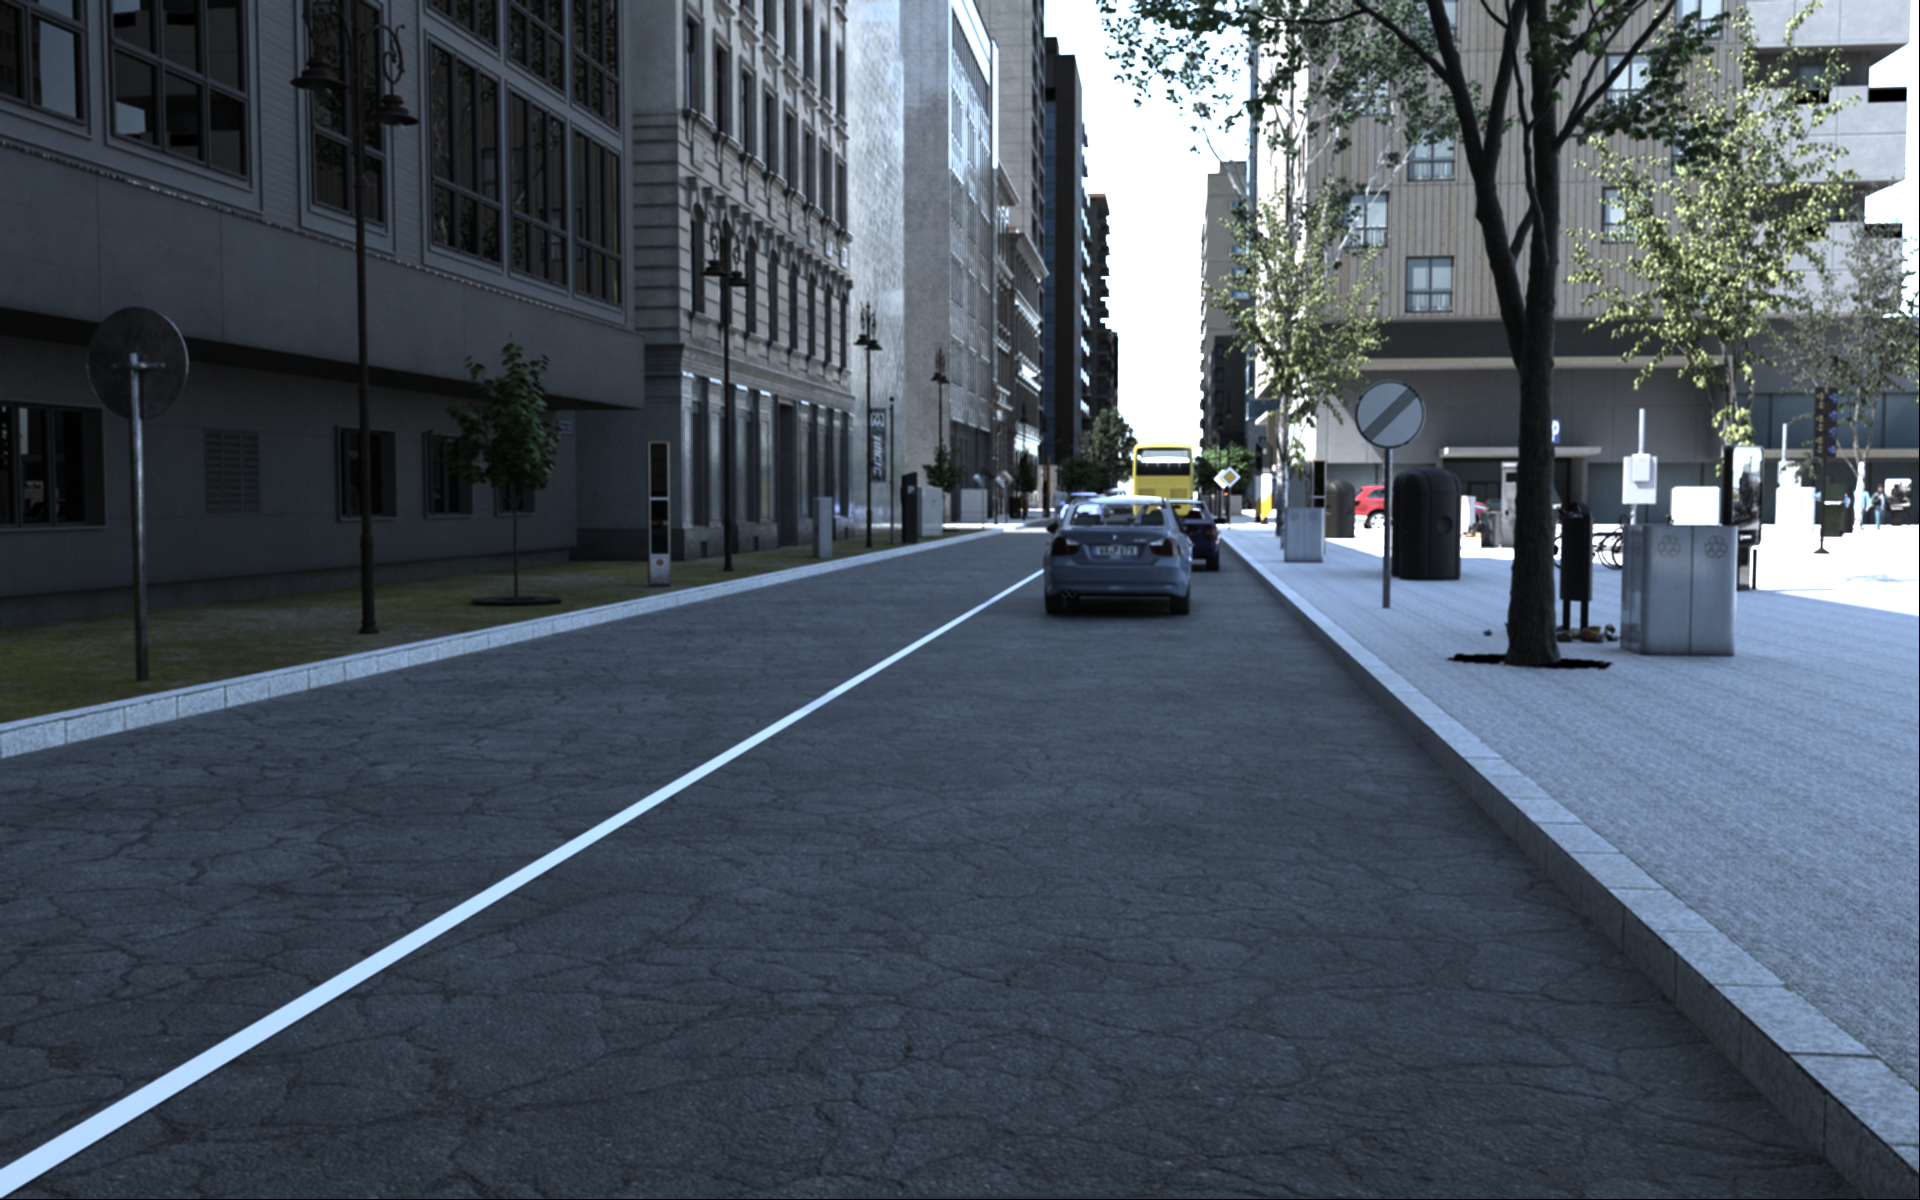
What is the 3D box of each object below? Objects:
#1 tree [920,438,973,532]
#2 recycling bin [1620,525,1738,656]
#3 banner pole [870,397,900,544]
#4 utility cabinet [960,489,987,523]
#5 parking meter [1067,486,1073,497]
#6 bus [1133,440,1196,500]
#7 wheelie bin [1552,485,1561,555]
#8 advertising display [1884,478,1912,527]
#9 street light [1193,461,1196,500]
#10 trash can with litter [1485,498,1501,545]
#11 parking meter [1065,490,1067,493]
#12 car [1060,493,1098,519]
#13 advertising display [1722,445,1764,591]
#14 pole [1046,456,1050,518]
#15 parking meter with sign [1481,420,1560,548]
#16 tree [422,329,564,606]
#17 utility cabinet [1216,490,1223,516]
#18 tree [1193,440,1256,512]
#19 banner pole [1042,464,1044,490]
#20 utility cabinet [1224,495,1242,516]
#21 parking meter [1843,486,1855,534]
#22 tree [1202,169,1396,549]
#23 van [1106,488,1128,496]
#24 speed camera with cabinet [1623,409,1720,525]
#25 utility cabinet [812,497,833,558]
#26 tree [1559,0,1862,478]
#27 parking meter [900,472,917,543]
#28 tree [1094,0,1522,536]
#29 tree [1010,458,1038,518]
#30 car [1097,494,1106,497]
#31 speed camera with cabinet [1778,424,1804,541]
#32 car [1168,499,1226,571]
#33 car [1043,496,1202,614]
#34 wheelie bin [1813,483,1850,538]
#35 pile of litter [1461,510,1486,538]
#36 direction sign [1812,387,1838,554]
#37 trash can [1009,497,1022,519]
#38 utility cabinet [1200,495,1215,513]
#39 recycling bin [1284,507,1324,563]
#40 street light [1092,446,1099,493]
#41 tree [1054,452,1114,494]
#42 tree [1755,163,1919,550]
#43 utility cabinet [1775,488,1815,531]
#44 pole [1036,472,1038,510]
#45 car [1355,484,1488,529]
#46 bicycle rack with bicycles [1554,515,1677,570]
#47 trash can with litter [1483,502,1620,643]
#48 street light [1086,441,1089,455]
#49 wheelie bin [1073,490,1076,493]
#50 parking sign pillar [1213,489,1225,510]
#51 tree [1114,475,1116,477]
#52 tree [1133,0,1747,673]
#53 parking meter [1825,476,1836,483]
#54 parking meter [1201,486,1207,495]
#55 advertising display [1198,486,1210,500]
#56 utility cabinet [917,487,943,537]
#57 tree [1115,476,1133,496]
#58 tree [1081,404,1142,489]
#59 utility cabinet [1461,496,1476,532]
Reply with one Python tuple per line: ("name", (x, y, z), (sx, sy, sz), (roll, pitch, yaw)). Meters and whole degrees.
("tree", (-0.639, -3.973, 59.555), (1.663, 3.219, 1.824), (0, 3, 0))
("recycling bin", (5.822, -0.092, 14.054), (0.722, 1.027, 0.722), (0, 4, 7))
("banner pole", (-1.963, -3.330, 44.467), (0.863, 3.779, 0.401), (-1, 4, -19))
("utility cabinet", (0.607, -4.148, 76.497), (1.173, 1.500, 0.318), (0, 4, -6))
("parking meter", (7.572, -6.930, 119.021), (0.399, 1.863, 0.255), (1, 4, 12))
("bus", (9.258, -5.316, 78.471), (2.896, 3.916, 12.252), (0, 4, 7))
("wheelie bin", (12.085, -1.736, 36.284), (0.980, 1.594, 0.693), (-1, 4, -22))
("advertising display", (37.045, -3.868, 68.458), (0.974, 1.923, 0.123), (2, 4, 24))
("street light", (23.131, -11.937, 167.962), (0.468, 5.910, 1.993), (0, 4, 7))
("trash can with litter", (13.802, -2.004, 44.151), (0.624, 1.170, 1.055), (0, 4, -4))
("parking meter", (7.597, -6.933, 121.762), (0.372, 1.533, 0.369), (0, 3, 0))
("car", (5.300, -3.973, 74.546), (1.945, 1.707, 3.694), (0, 4, 8))
("advertising display", (10.378, -1.086, 22.971), (0.974, 1.923, 0.123), (-3, 5, -43))
("pole", (4.760, -6.104, 93.645), (0.158, 3.312, 0.155), (0, 3, 0))
("parking meter with sign", (13.268, -2.746, 41.152), (1.738, 3.016, 0.543), (3, 5, 42))
("tree", (-5.163, -1.575, 20.347), (1.663, 3.219, 1.824), (0, 3, 0))
("utility cabinet", (15.232, -5.670, 101.382), (0.318, 1.500, 1.173), (1, 4, 16))
("tree", (16.292, -7.773, 110.800), (4.285, 4.588, 4.351), (0, 3, 0))
("banner pole", (6.961, -9.537, 145.950), (0.401, 3.779, 0.863), (0, 4, -7))
("utility cabinet", (16.300, -5.635, 103.293), (1.020, 1.237, 0.306), (-1, 4, -14))
("parking meter", (28.838, -2.927, 56.272), (0.372, 1.533, 0.369), (0, 3, 0))
("tree", (7.798, -5.491, 40.137), (4.737, 8.622, 4.395), (0, 3, 0))
("van", (11.281, -7.212, 124.922), (2.013, 2.044, 4.112), (0, 4, 8))
("speed camera with cabinet", (16.560, -2.813, 40.333), (2.038, 3.252, 0.660), (1, 4, 14))
("utility cabinet", (-2.805, -1.470, 35.195), (0.306, 1.237, 1.020), (-1, 4, -12))
("tree", (11.210, -4.597, 25.524), (4.737, 8.622, 4.395), (0, 3, 0))
("parking meter", (-1.345, -2.443, 45.651), (0.399, 1.863, 0.255), (-1, 4, -22))
("tree", (11.232, -11.982, 51.788), (12.611, 20.169, 13.585), (0, 3, 0))
("tree", (3.567, -5.949, 91.869), (1.663, 3.219, 1.824), (0, 3, 0))
("car", (8.427, -5.847, 107.606), (2.014, 1.417, 4.499), (0, 4, 7))
("speed camera with cabinet", (23.048, -3.285, 48.042), (0.660, 3.252, 2.038), (2, 4, 25))
("car", (4.202, -1.296, 33.762), (1.945, 1.354, 3.894), (1, 4, 9))
("car", (2.058, -0.611, 21.987), (2.014, 1.417, 4.499), (0, 4, 8))
("wheelie bin", (25.790, -2.651, 51.256), (0.980, 1.594, 0.693), (2, 4, 27))
("pile of litter", (15.370, -2.224, 50.321), (1.719, 0.858, 1.176), (2, 4, 34))
("direction sign", (18.403, -2.746, 36.892), (0.876, 3.537, 0.379), (-3, 4, -35))
("trash can", (2.870, -4.809, 90.281), (0.748, 1.137, 0.748), (0, 3, 0))
("utility cabinet", (17.150, -6.654, 119.957), (1.020, 1.237, 0.306), (2, 4, 26))
("recycling bin", (6.524, -1.241, 32.839), (0.722, 1.027, 0.722), (1, 4, 11))
("street light", (12.445, -11.523, 161.191), (0.468, 5.910, 1.993), (0, 4, 7))
("tree", (8.896, -9.153, 133.369), (4.285, 4.588, 4.351), (0, 3, 0))
("tree", (20.476, -5.448, 39.432), (4.360, 8.622, 3.978), (0, 3, 0))
("utility cabinet", (28.540, -3.089, 59.184), (0.318, 1.500, 1.173), (-3, 5, -42))
("pole", (6.336, -9.142, 143.318), (0.158, 3.312, 0.155), (0, 3, 0))
("car", (17.103, -3.433, 64.805), (5.304, 1.827, 2.281), (0, 4, 7))
("bicycle rack with bicycles", (11.722, -0.984, 29.477), (2.925, 0.926, 2.852), (2, 4, 28))
("trash can with litter", (5.593, -0.288, 15.765), (1.678, 1.210, 2.233), (0, 4, 2))
("street light", (10.750, -10.702, 147.768), (0.468, 5.910, 1.993), (0, 4, 7))
("wheelie bin", (8.206, -7.317, 127.537), (0.693, 1.594, 0.980), (3, 4, 37))
("parking sign pillar", (20.455, -9.172, 138.429), (1.447, 3.967, 1.447), (0, 4, 7))
("tree", (11.619, -10.650, 157.842), (4.285, 4.588, 4.351), (0, 3, 0))
("tree", (4.134, -5.318, 12.707), (9.928, 11.665, 9.643), (0, 3, 0))
("parking meter", (28.540, -3.130, 56.883), (0.399, 1.863, 0.255), (-3, 5, -41))
("parking meter", (17.335, -7.168, 122.913), (0.255, 1.863, 0.399), (-2, 4, -35))
("advertising display", (18.961, -7.917, 134.656), (0.974, 1.923, 0.123), (-1, 4, -15))
("utility cabinet", (-0.937, -2.623, 51.570), (0.318, 1.500, 1.173), (2, 4, 30))
("tree", (24.978, -19.105, 262.723), (4.360, 8.622, 3.978), (0, 3, 0))
("tree", (19.554, -18.629, 221.586), (9.611, 12.733, 9.660), (0, 3, 0))
("utility cabinet", (17.093, -2.919, 58.895), (0.306, 1.237, 1.020), (-2, 4, -24))
